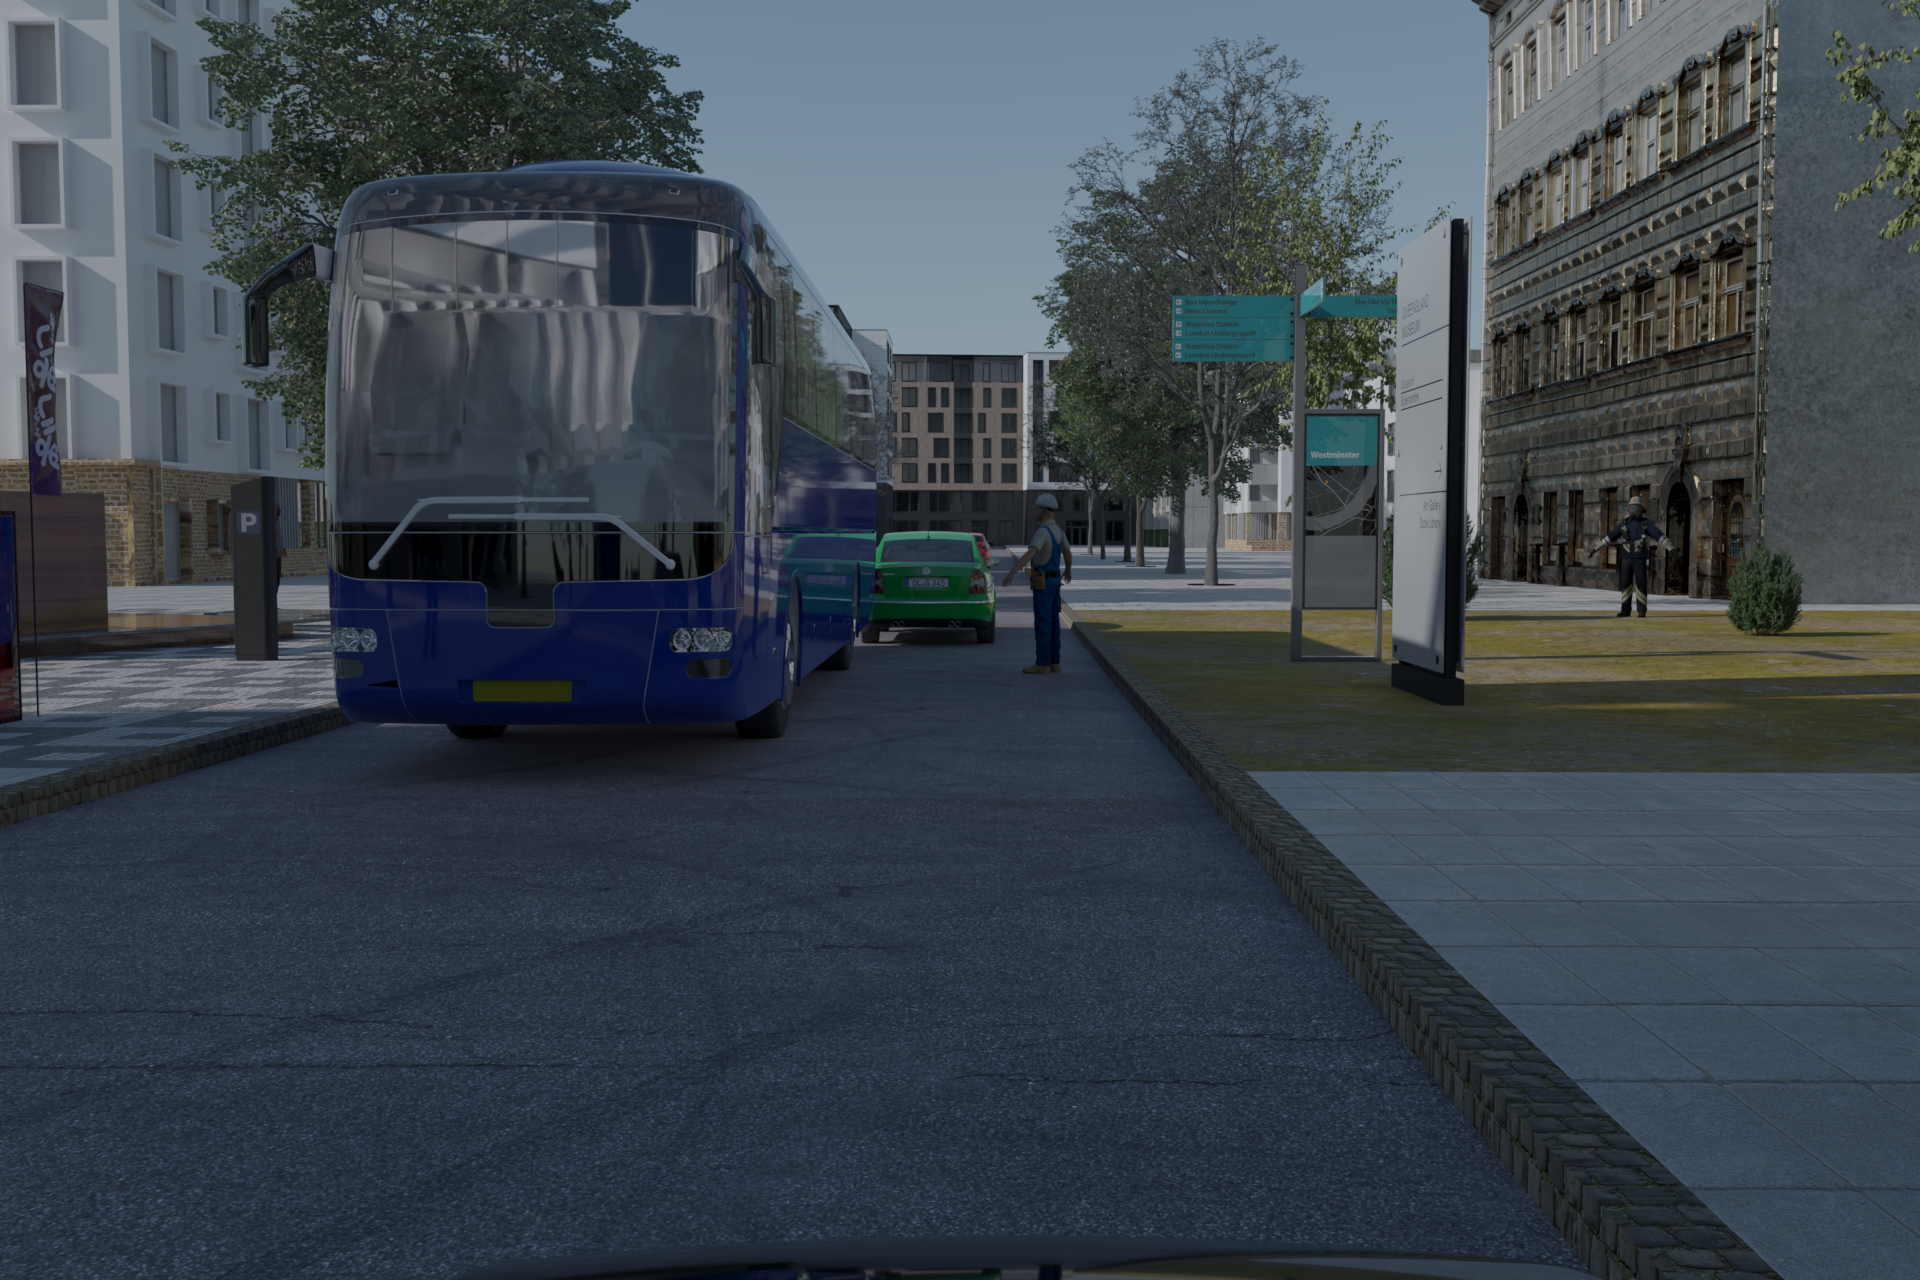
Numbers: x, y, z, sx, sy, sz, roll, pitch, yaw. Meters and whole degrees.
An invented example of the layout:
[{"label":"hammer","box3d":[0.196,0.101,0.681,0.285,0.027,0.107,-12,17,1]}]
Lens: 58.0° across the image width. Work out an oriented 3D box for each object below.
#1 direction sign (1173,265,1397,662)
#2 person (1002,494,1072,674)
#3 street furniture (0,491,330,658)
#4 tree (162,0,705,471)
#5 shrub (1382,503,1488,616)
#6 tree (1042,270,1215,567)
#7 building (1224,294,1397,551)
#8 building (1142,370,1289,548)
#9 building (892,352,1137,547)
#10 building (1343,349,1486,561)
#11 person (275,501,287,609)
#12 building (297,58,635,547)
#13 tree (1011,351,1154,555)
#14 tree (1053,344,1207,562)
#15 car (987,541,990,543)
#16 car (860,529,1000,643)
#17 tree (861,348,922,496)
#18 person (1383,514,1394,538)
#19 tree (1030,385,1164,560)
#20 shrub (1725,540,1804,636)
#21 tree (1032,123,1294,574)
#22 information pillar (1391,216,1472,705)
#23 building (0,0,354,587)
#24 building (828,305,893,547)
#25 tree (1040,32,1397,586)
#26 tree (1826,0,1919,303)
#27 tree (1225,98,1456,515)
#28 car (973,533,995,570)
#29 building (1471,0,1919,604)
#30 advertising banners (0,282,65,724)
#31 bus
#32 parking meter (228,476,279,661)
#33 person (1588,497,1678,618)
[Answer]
[{"label":"direction sign","box3d":[3.378,-1.715,16.796,2.525,3.948,1.411,0,4,1]},{"label":"person","box3d":[0.866,-0.584,17.863,0.705,1.847,1.347,2,4,32]},{"label":"street furniture","box3d":[-13.314,-0.796,19.868,9.812,1.723,11.010,1,4,20]},{"label":"tree","box3d":[-9.320,-7.710,32.718,9.857,13.997,8.962,0,3,0]},{"label":"shrub","box3d":[7.060,-1.347,26.064,1.661,2.075,1.752,0,3,0]},{"label":"tree","box3d":[7.151,-8.645,67.101,9.928,11.665,9.643,0,3,0]},{"label":"building","box3d":[27.147,-17.559,143.516,16.016,20.090,11.380,0,4,1]},{"label":"building","box3d":[27.930,-18.812,174.027,16.747,18.905,31.486,0,4,1]},{"label":"building","box3d":[4.001,-22.022,206.498,32.646,21.610,27.936,0,4,-5]},{"label":"building","box3d":[24.731,-8.368,78.957,9.099,9.664,28.070,0,4,1]},{"label":"person","box3d":[-10.928,-1.315,27.637,0.705,1.813,1.348,-1,4,-15]},{"label":"building","box3d":[-23.879,-13.105,80.732,16.747,18.905,31.486,0,4,2]},{"label":"tree","box3d":[7.984,-11.893,104.824,12.009,13.543,11.850,0,3,0]},{"label":"tree","box3d":[7.788,-9.353,78.680,9.928,11.665,9.643,0,3,0]},{"label":"car","box3d":[0.772,-5.760,103.968,2.009,1.686,4.222,0,4,1]},{"label":"car","box3d":[-0.416,-0.935,24.081,1.959,1.807,4.718,0,4,0]},{"label":"tree","box3d":[-7.780,-11.954,105.818,12.009,13.543,11.850,0,3,0]},{"label":"person","box3d":[9.927,-1.991,39.278,1.216,1.740,0.721,-2,4,-26]},{"label":"tree","box3d":[7.334,-9.357,87.406,8.767,10.594,7.601,1,4,15]},{"label":"shrub","box3d":[10.156,-0.658,21.872,1.383,1.207,1.383,0,3,0]},{"label":"tree","box3d":[6.969,-9.109,55.593,9.857,13.997,8.962,0,3,0]},{"label":"information pillar","box3d":[3.705,-1.368,13.675,0.184,3.620,1.656,0,4,1]},{"label":"building","box3d":[-25.000,-11.454,43.693,16.016,20.090,11.380,0,4,2]},{"label":"building","box3d":[-21.244,-19.988,170.775,27.936,21.610,32.646,0,4,0]},{"label":"tree","box3d":[6.366,-8.091,42.651,12.009,13.543,11.850,0,3,0]},{"label":"tree","box3d":[10.330,-4.056,16.674,4.737,8.622,4.395,0,3,0]},{"label":"tree","box3d":[6.442,-4.898,30.444,4.737,8.622,4.395,0,3,0]},{"label":"car","box3d":[0.316,-3.681,69.223,2.155,1.783,4.494,0,4,1]},{"label":"building","box3d":[23.932,-12.771,39.732,19.493,23.208,18.063,0,4,1]},{"label":"advertising banners","box3d":[-6.492,-0.942,11.588,0.090,3.025,2.074,0,4,1]},{"label":"bus","box3d":[-2.368,-1.460,15.418,2.896,3.916,12.251,0,4,1]},{"label":"parking meter","box3d":[-7.166,-0.725,17.565,0.399,1.863,0.255,0,4,1]},{"label":"person","box3d":[10.394,-1.279,26.699,1.354,1.856,0.705,3,5,41]}]
